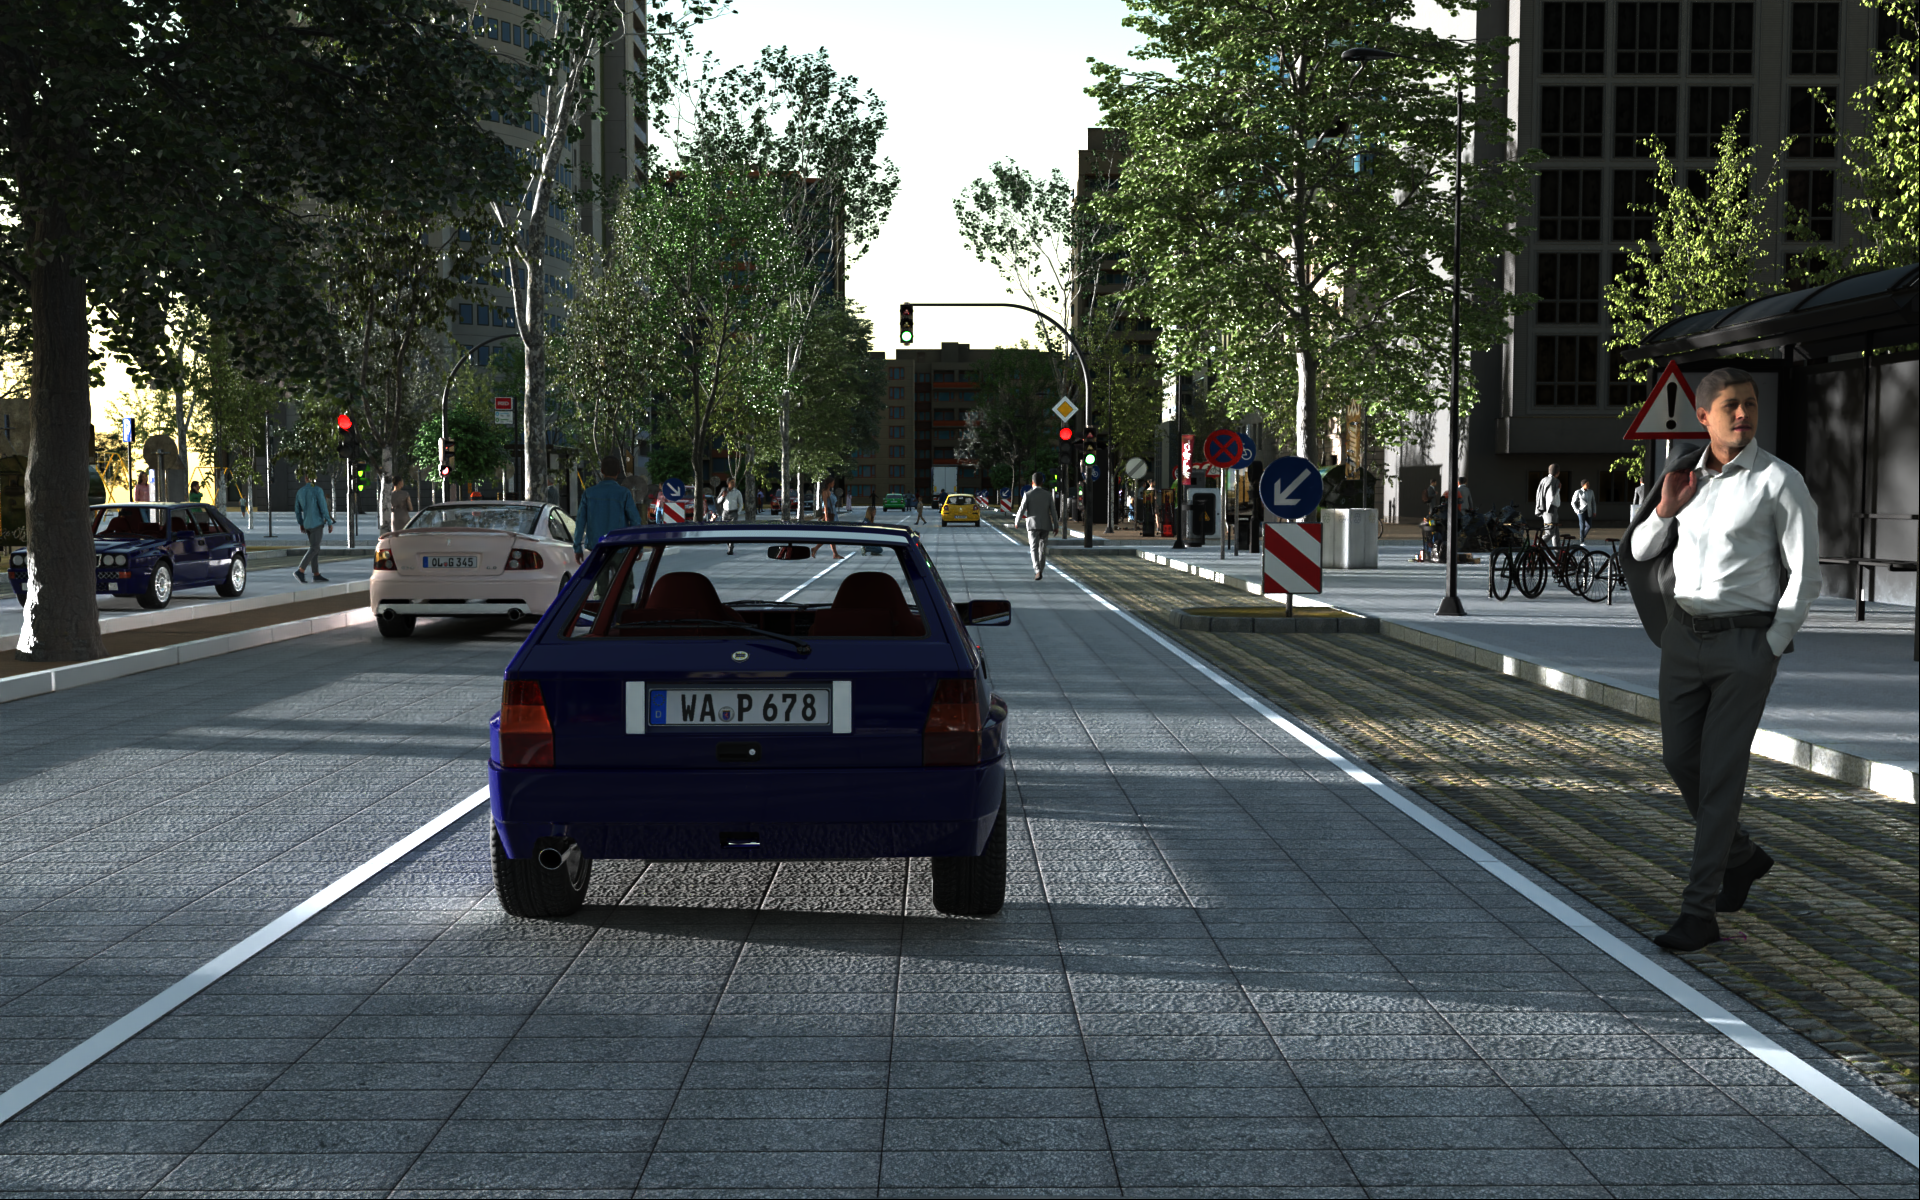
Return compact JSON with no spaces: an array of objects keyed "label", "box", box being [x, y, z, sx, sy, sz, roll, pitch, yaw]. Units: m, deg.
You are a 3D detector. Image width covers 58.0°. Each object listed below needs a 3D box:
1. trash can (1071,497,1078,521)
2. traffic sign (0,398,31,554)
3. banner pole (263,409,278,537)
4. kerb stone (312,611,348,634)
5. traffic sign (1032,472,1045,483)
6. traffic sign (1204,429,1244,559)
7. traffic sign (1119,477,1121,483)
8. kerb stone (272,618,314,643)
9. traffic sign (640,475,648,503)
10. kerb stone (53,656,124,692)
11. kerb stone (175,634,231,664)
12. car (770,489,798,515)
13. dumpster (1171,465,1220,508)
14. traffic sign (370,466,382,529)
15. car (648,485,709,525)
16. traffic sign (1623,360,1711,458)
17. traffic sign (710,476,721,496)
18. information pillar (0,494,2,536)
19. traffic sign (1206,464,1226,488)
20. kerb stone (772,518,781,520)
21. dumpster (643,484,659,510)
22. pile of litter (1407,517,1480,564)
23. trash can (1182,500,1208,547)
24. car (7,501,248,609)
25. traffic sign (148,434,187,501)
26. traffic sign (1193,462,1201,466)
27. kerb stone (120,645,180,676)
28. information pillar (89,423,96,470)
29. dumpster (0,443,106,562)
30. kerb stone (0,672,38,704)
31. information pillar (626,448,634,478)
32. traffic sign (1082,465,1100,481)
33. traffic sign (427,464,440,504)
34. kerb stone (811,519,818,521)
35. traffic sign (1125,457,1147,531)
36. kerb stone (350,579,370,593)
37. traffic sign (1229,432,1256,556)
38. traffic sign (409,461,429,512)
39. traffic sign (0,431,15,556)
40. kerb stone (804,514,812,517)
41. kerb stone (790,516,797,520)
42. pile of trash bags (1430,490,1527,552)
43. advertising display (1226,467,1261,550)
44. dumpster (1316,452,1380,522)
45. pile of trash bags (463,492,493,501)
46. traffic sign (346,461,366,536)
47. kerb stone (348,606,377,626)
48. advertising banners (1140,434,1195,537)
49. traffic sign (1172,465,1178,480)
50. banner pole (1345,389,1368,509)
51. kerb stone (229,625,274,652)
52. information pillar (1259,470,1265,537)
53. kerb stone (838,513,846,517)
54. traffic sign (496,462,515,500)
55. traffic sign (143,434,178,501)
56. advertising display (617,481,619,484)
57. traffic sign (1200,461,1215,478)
[{"label":"trash can","box":[5.566,-4.262,81.334,0.748,1.137,0.748,0,3,0]},{"label":"traffic sign","box":[-20.582,-2.629,36.850,2.265,3.308,0.079,0,4,0]},{"label":"banner pole","box":[-20.518,-3.765,51.574,0.401,3.779,0.863,-1,4,-8]},{"label":"kerb stone","box":[-6.671,0.247,18.152,0.120,0.150,1.000,0,4,-1]},{"label":"traffic sign","box":[4.525,-6.082,99.546,0.768,2.556,0.104,0,4,6]},{"label":"traffic sign","box":[5.156,-2.069,33.926,0.768,2.556,0.104,1,4,9]},{"label":"traffic sign","box":[9.319,-6.386,104.516,0.768,2.556,0.104,0,4,5]},{"label":"kerb stone","box":[-6.661,0.310,17.127,0.120,0.150,1.000,0,4,-1]},{"label":"traffic sign","box":[-20.888,-6.967,114.012,0.768,2.556,0.104,0,4,6]},{"label":"kerb stone","box":[-6.611,0.561,13.028,0.120,0.150,1.000,0,4,-1]},{"label":"kerb stone","box":[-6.638,0.435,15.079,0.120,0.150,1.000,0,4,-1]},{"label":"car","box":[-11.933,-6.783,119.574,2.281,1.827,5.304,0,4,-2]},{"label":"dumpster","box":[7.919,-3.408,58.214,1.502,2.255,1.985,0,4,-1]},{"label":"traffic sign","box":[-21.130,-3.717,62.907,0.606,2.300,0.079,0,4,7]},{"label":"car","box":[-11.480,-3.795,70.720,2.281,1.827,5.304,0,4,-2]},{"label":"traffic sign","box":[6.909,-1.033,16.889,0.884,2.594,0.081,0,4,7]},{"label":"traffic sign","box":[-17.121,-7.399,121.080,0.768,2.556,0.104,0,3,0]},{"label":"information pillar","box":[-16.736,-2.343,29.657,0.504,3.616,0.183,-2,4,-28]},{"label":"traffic sign","box":[8.008,-3.293,53.843,0.884,2.594,0.081,1,4,8]},{"label":"kerb stone","box":[-9.451,-4.111,89.410,0.120,0.150,1.000,0,4,-1]},{"label":"dumpster","box":[-17.686,-5.789,100.411,1.264,1.857,1.865,0,4,-1]},{"label":"pile of litter","box":[9.071,-1.134,32.500,1.176,0.858,1.719,0,4,-4]},{"label":"trash can","box":[5.643,-1.857,42.021,0.748,1.137,0.748,0,3,0]},{"label":"car","box":[-10.873,-0.628,22.844,1.945,1.354,3.894,0,4,-2]},{"label":"traffic sign","box":[-17.174,-2.295,37.521,0.884,2.594,0.081,0,4,8]},{"label":"traffic sign","box":[9.529,-4.260,69.755,0.768,2.556,0.104,0,4,8]},{"label":"kerb stone","box":[-6.632,0.501,14.050,0.120,0.150,1.000,0,4,-1]},{"label":"information pillar","box":[-24.700,-3.523,48.949,0.504,3.616,0.183,-1,4,-22]},{"label":"dumpster","box":[-17.027,-1.810,32.091,1.502,2.255,1.985,0,4,-1]},{"label":"kerb stone","box":[-6.612,0.623,12.005,0.120,0.150,1.000,0,4,-1]},{"label":"information pillar","box":[-16.889,-5.954,88.696,0.504,3.616,0.183,2,4,34]},{"label":"traffic sign","box":[5.400,-4.363,71.448,0.768,2.556,0.104,0,4,7]},{"label":"traffic sign","box":[-21.429,-4.306,70.508,0.768,2.556,0.104,0,4,1]},{"label":"kerb stone","box":[-7.332,-3.982,87.377,0.120,0.150,1.000,0,4,-1]},{"label":"traffic sign","box":[6.112,-3.675,60.185,0.768,2.556,0.104,0,4,3]},{"label":"kerb stone","box":[-8.839,-0.193,25.346,0.120,0.150,1.000,0,4,-1]},{"label":"traffic sign","box":[5.737,-2.188,35.888,0.768,2.556,0.104,0,4,2]},{"label":"traffic sign","box":[-21.087,-4.123,67.517,0.768,2.556,0.104,0,4,2]},{"label":"traffic sign","box":[-19.783,-2.191,35.826,0.884,2.594,0.081,0,3,0]},{"label":"kerb stone","box":[-9.650,-5.362,109.898,0.120,0.150,1.000,0,4,-1]},{"label":"kerb stone","box":[-9.550,-4.737,99.657,0.120,0.150,1.000,0,4,-1]},{"label":"pile of trash bags","box":[11.680,-1.827,39.618,1.912,1.369,3.447,0,4,-3]},{"label":"advertising display","box":[6.492,-2.108,39.687,0.123,1.923,0.974,-3,5,-39]},{"label":"dumpster","box":[9.100,-2.381,41.422,1.502,2.255,1.985,0,4,-1]},{"label":"pile of trash bags","box":[-18.424,-3.454,66.217,1.912,1.369,3.447,-1,4,-15]},{"label":"traffic sign","box":[-18.457,-3.107,52.933,0.606,2.300,0.079,0,4,3]},{"label":"kerb stone","box":[-6.680,0.185,19.177,0.120,0.150,1.000,0,4,-1]},{"label":"advertising banners","box":[6.153,-3.376,51.390,0.090,3.025,2.074,-3,5,-42]},{"label":"traffic sign","box":[9.485,-4.545,74.418,0.768,2.556,0.104,0,4,3]},{"label":"banner pole","box":[8.760,-2.943,38.138,0.401,3.779,0.863,-2,4,-30]},{"label":"kerb stone","box":[-6.655,0.372,16.105,0.120,0.150,1.000,0,4,-1]},{"label":"information pillar","box":[8.930,-2.900,51.906,0.304,2.012,0.304,-2,4,-24]},{"label":"kerb stone","box":[-7.559,-5.420,110.960,0.120,0.150,1.000,0,4,-1]},{"label":"traffic sign","box":[-16.588,-3.852,63.082,0.768,2.556,0.104,0,4,7]},{"label":"traffic sign","box":[-17.053,-2.254,36.952,0.768,2.556,0.104,0,4,2]},{"label":"advertising display","box":[-17.316,-5.017,87.241,0.123,1.923,0.974,0,4,1]},{"label":"traffic sign","box":[9.487,-4.043,66.209,0.768,2.556,0.104,0,4,4]}]
